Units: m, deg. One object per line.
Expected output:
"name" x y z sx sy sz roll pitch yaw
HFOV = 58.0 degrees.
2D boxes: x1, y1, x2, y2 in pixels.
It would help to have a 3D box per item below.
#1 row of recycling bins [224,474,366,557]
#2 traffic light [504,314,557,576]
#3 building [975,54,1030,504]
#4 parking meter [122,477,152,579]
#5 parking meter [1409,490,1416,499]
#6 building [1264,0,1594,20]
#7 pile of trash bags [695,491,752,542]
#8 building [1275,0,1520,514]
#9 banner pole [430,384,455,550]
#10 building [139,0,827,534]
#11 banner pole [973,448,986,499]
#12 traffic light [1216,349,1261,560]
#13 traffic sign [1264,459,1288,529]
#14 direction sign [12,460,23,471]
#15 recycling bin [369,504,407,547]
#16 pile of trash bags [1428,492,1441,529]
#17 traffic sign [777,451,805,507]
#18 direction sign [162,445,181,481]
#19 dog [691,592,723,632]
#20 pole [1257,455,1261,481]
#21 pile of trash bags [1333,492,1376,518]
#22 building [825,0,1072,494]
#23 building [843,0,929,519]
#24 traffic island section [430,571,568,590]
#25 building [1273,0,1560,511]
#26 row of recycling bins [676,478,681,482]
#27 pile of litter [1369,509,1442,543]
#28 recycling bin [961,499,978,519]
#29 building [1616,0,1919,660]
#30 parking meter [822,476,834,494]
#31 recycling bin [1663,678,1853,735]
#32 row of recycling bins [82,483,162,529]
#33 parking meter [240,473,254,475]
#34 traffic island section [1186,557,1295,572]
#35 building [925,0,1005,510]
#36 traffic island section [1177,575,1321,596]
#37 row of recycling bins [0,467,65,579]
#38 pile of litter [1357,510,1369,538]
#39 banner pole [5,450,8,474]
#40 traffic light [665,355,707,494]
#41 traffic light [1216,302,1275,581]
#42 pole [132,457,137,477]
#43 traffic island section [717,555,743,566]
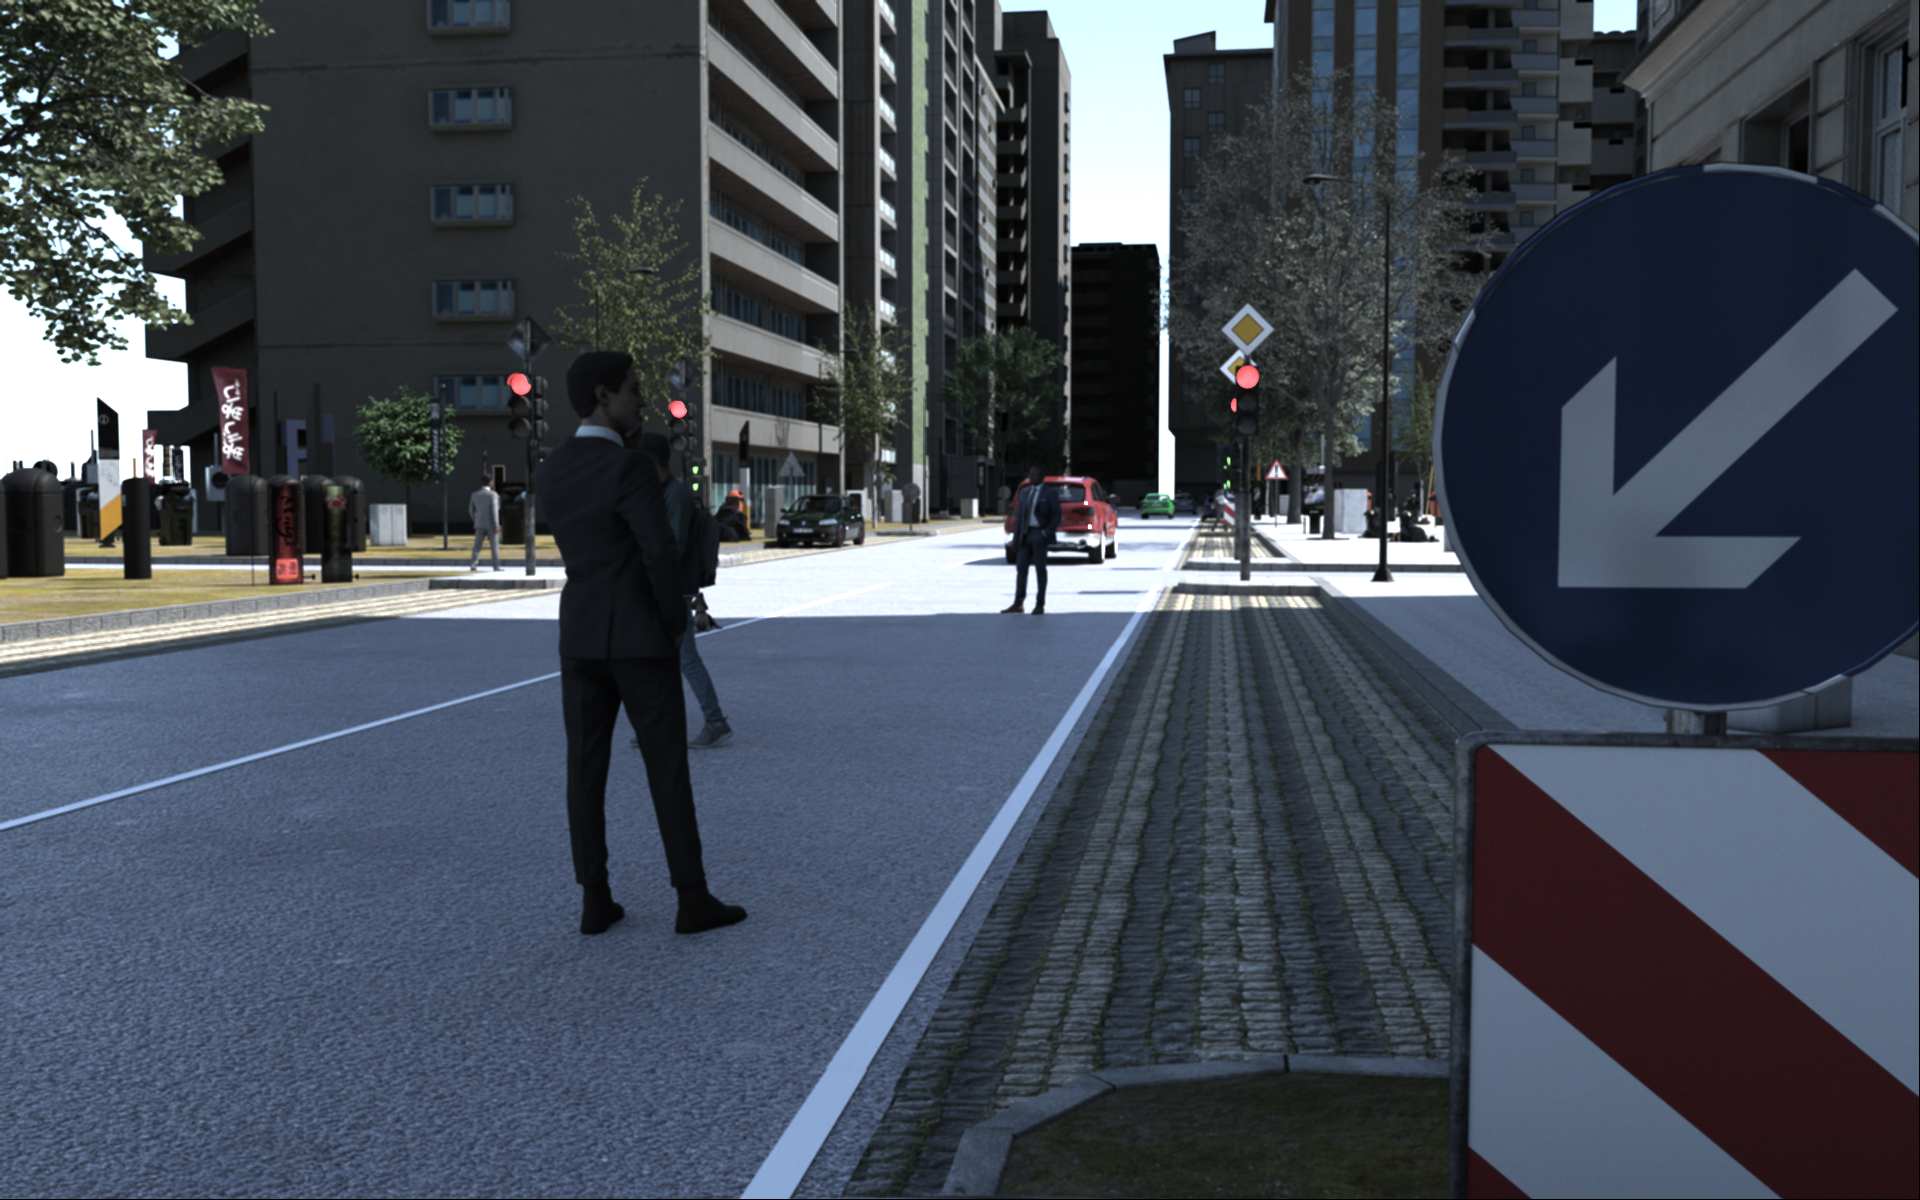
"row of recycling bins" -14.109 -1.830 37.033 1.069 1.692 3.534 2 4 25
"traffic light" -6.739 -2.337 27.129 0.839 4.253 0.868 1 4 8
"building" -9.906 -27.739 145.408 32.217 40.220 23.993 1 4 8
"parking meter" -12.426 -1.084 26.136 0.372 1.533 0.369 0 3 0
"parking meter" 27.836 -6.005 106.592 0.372 1.533 0.369 0 3 0
"building" 43.471 -35.161 164.124 28.713 52.752 27.495 1 4 8
"pile of trash bags" -6.595 -2.306 47.464 1.912 1.369 3.447 1 4 9
"building" 28.378 -28.426 114.871 14.600 45.320 14.200 1 4 8
"banner pole" -11.951 -3.042 39.761 0.401 3.779 0.863 -3 5 -44
"building" -17.088 -27.001 65.167 21.300 48.544 21.600 1 4 8
"banner pole" 0.992 -6.321 93.363 0.863 3.779 0.401 1 4 15
"traffic light" 5.368 -2.723 33.443 0.839 4.253 0.868 1 4 8
"traffic sign" 11.659 -3.905 63.849 0.884 2.594 0.081 1 4 10
"direction sign" -62.707 -7.545 115.361 0.876 3.537 0.379 1 4 17
"recycling bin" -14.114 -1.846 42.739 0.722 1.027 0.722 -2 4 -33
"pile of trash bags" 18.983 -3.303 63.750 3.447 1.369 1.912 2 4 25
"traffic sign" -5.064 -3.175 51.913 0.884 2.594 0.081 1 4 14
"direction sign" -35.596 -5.279 78.312 0.379 3.537 0.876 2 4 35
"dog" -2.646 0.117 18.283 0.550 0.427 0.748 3 4 37
"pole" 15.505 -5.878 89.953 0.158 3.312 0.155 0 3 0
"pile of trash bags" 19.805 -4.679 86.256 1.912 1.369 3.447 0 4 -6
"building" -0.253 -33.611 173.240 21.600 48.544 21.300 1 4 8
"building" -9.705 -24.880 90.380 14.154 41.232 14.086 1 4 8
"traffic island section" -6.777 -0.305 27.269 2.009 0.180 2.903 1 4 8
"building" 35.515 -36.311 135.681 21.231 58.520 28.212 1 4 8
"row of recycling bins" -8.314 -2.280 44.391 3.534 1.692 1.069 2 4 31
"pile of litter" 12.068 -1.983 46.384 1.176 0.858 1.719 -2 4 -31
"recycling bin" 0.488 -4.760 90.380 0.722 1.027 0.722 1 4 23
"building" 13.859 -10.604 6.665 16.112 22.955 30.059 1 4 8
"parking meter" -4.407 -3.176 57.646 0.399 1.863 0.255 -2 4 -31
"recycling bin" 4.455 0.177 9.664 0.722 1.027 0.722 -2 4 -30
"row of recycling bins" -30.653 -3.412 62.907 1.069 1.692 3.534 3 5 44
"parking meter" -18.681 -2.434 45.513 0.255 1.863 0.399 1 4 12
"traffic island section" 5.406 -0.689 33.552 2.009 0.180 2.903 1 4 8
"building" -7.508 -41.742 120.732 20.563 71.187 20.611 1 4 8
"traffic island section" 4.245 -0.206 25.651 2.009 0.180 2.903 1 4 8
"row of recycling bins" -15.102 -1.139 25.730 1.069 1.692 3.534 2 4 33
"pile of litter" 12.236 -2.236 50.520 1.176 0.858 1.719 0 4 -5
"banner pole" -53.943 -6.609 98.068 0.401 3.779 0.863 -2 4 -26
"traffic light" -5.579 -2.820 35.030 0.839 4.253 0.868 1 4 8
"traffic light" 4.207 -2.240 25.543 0.839 4.253 0.868 1 4 8
"pole" -45.731 -6.249 96.019 0.158 3.312 0.155 0 3 0
"traffic island section" -5.617 -0.788 35.170 2.009 0.180 2.903 1 4 8
